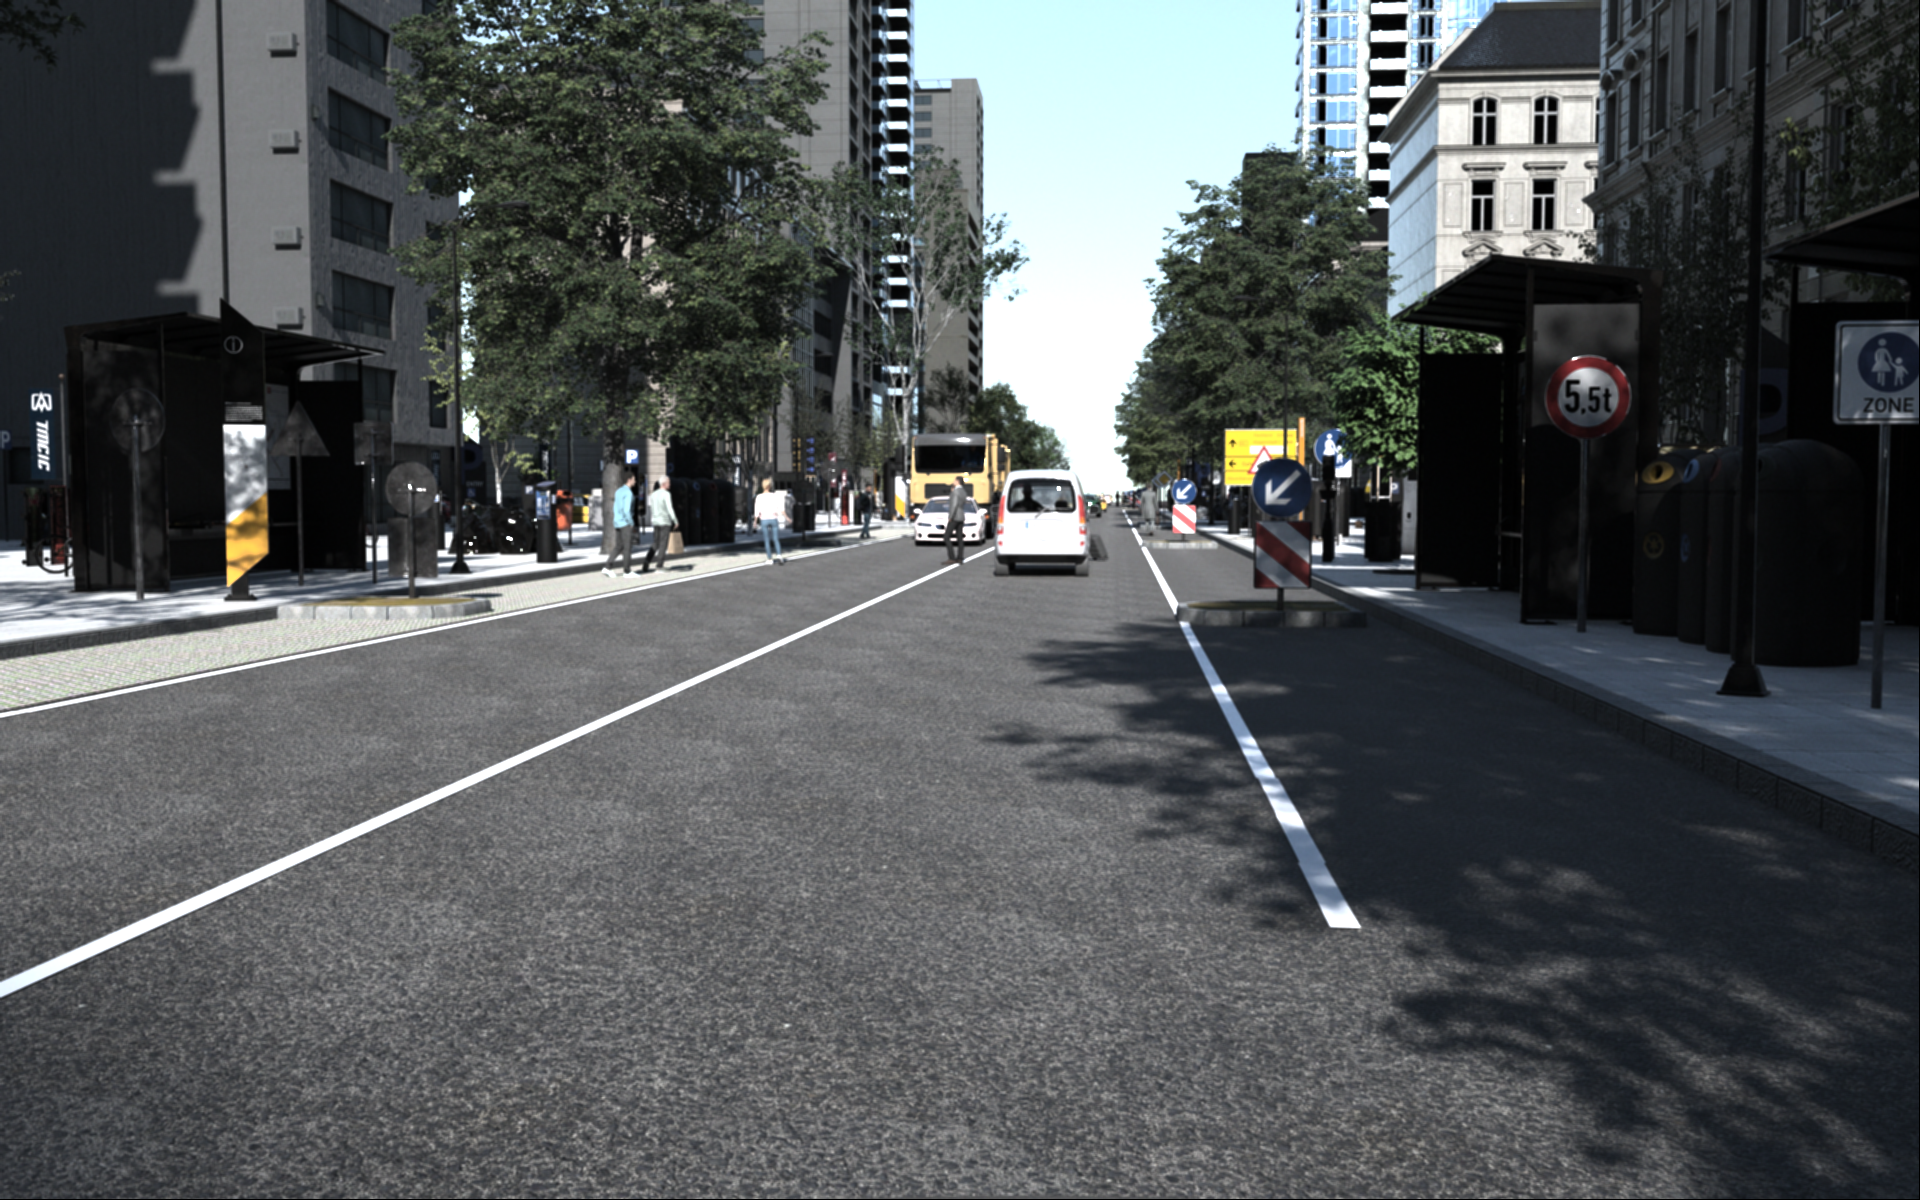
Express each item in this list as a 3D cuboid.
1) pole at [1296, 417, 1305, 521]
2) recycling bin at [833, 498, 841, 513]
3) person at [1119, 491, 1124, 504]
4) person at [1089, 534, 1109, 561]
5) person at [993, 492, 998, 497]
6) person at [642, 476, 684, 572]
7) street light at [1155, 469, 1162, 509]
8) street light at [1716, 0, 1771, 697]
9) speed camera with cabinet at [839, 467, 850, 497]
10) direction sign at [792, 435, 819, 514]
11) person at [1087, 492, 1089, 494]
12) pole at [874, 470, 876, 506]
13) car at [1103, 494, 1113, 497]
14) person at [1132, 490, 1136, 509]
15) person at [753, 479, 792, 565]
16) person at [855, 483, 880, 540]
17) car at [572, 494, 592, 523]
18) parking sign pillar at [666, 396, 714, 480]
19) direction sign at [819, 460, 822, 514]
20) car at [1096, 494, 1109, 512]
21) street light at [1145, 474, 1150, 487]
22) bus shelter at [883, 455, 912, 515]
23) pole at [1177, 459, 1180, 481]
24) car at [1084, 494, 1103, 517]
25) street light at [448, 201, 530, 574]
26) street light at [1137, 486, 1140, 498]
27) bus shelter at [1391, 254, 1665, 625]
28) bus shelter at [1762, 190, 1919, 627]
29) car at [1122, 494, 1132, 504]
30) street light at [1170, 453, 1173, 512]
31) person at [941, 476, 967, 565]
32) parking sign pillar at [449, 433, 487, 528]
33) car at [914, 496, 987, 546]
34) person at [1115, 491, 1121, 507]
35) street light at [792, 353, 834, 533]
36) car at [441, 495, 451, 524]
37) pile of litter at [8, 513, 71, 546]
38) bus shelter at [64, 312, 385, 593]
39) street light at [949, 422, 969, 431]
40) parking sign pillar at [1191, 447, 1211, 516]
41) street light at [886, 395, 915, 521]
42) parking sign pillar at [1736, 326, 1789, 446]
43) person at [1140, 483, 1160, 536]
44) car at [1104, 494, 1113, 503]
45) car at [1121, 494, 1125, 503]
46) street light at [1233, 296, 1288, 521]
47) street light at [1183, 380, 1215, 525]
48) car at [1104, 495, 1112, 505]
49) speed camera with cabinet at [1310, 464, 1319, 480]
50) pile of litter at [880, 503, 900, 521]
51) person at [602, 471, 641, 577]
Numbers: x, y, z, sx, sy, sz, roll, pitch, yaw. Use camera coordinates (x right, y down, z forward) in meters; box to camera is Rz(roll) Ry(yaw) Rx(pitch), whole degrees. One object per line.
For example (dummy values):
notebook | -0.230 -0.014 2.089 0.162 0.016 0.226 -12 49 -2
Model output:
pole | 9.080 -3.201 46.177 0.158 3.312 0.155 0 3 0
recycling bin | -7.978 -6.254 114.813 0.722 1.027 0.722 -1 4 -18
person | 23.039 -14.503 245.621 0.705 1.824 1.348 3 5 43
person | 2.535 -1.715 36.762 1.509 1.804 0.699 -2 4 -33
person | 1.465 -3.419 64.611 0.699 1.804 1.509 -2 4 -32
person | -5.394 -1.376 31.490 0.782 1.767 0.515 3 5 43
street light | 14.574 -9.232 123.485 1.470 5.913 1.316 0 4 5
street light | 4.488 -2.351 10.984 1.470 5.913 1.316 0 4 5
speed camera with cabinet | -8.312 -8.261 129.407 0.660 3.252 2.038 2 4 24
direction sign | -6.031 -4.576 66.812 0.876 3.537 0.379 0 4 6
person | 17.188 -13.554 230.628 0.721 1.766 1.217 -1 4 -20
pole | -7.090 -9.227 144.704 0.158 3.312 0.155 0 3 0
car | 25.577 -17.861 301.067 2.155 1.783 4.494 0 4 5
person | 17.123 -9.884 170.234 0.705 1.807 1.348 -1 4 -12
person | -3.748 -1.581 35.015 0.731 1.740 0.598 -2 4 -28
person | -2.896 -2.767 54.095 0.721 1.781 0.623 1 4 8
car | -16.679 -4.116 77.512 3.980 1.641 2.015 0 4 7
parking sign pillar | -7.349 -3.588 47.130 1.447 3.967 1.447 -3 5 -44
direction sign | -9.432 -7.476 114.232 0.876 3.537 0.379 2 4 32
car | 10.775 -7.769 137.240 2.015 1.641 3.980 0 4 5
street light | 17.248 -11.077 153.648 1.470 5.913 1.316 0 4 5
bus shelter | -3.535 -7.116 107.626 1.731 3.624 6.357 0 4 5
pole | 12.891 -6.623 102.135 0.158 3.312 0.155 0 3 0
car | 7.833 -5.850 107.437 2.131 1.459 4.920 0 4 3
street light | -7.503 -3.370 27.636 1.470 5.913 1.316 0 4 5
street light | 24.090 -15.742 229.918 1.470 5.913 1.316 0 4 5
bus shelter | 6.322 -1.757 20.005 1.731 3.624 6.357 0 4 5
bus shelter | 8.315 -1.383 13.890 1.731 3.624 6.357 0 4 5
car | 23.511 -14.165 241.388 2.009 1.686 4.222 0 4 5
street light | 11.879 -7.420 93.863 1.470 5.913 1.316 0 4 5
person | -0.110 -1.630 35.334 0.473 1.802 0.592 3 5 41
parking sign pillar | -18.754 -4.745 66.049 1.447 3.967 1.447 -3 5 -43
car | -0.242 -2.265 49.392 2.083 1.381 4.827 0 4 3
person | 17.923 -11.503 196.544 0.705 1.831 1.348 -1 4 -22
street light | -4.863 -5.182 57.263 1.470 5.913 1.316 0 4 5
car | -24.772 -4.195 77.635 4.494 1.783 2.155 0 4 6
pile of litter | -22.627 -1.767 42.851 1.719 0.858 1.176 1 4 16
bus shelter | -10.555 -2.094 25.518 1.731 3.624 6.357 0 4 5
street light | -0.111 -8.478 111.163 1.470 5.913 1.316 0 4 5
parking sign pillar | 14.012 -6.849 100.451 1.447 3.967 1.447 -3 4 -38
street light | -2.808 -6.667 81.542 1.470 5.913 1.316 0 4 5
parking sign pillar | 12.640 -2.337 26.679 1.447 3.967 1.447 -2 4 -26
person | 6.540 -3.113 59.499 0.694 1.812 0.767 1 4 18
car | 24.810 -17.211 291.618 2.015 1.641 3.980 0 4 6
car | 26.593 -16.283 276.014 2.009 1.686 4.222 0 4 6
street light | 7.094 -4.167 40.665 1.470 5.913 1.316 0 4 5
street light | 9.770 -6.013 70.857 1.470 5.913 1.316 0 4 5
car | 18.582 -12.936 223.859 2.083 1.381 4.827 0 4 3
speed camera with cabinet | 19.628 -6.459 99.947 2.038 3.252 0.660 -1 4 -9
pile of litter | -3.374 -4.323 84.649 1.176 0.858 1.719 1 4 12
person | -5.846 -1.304 29.834 0.620 1.820 0.660 -3 4 -38
